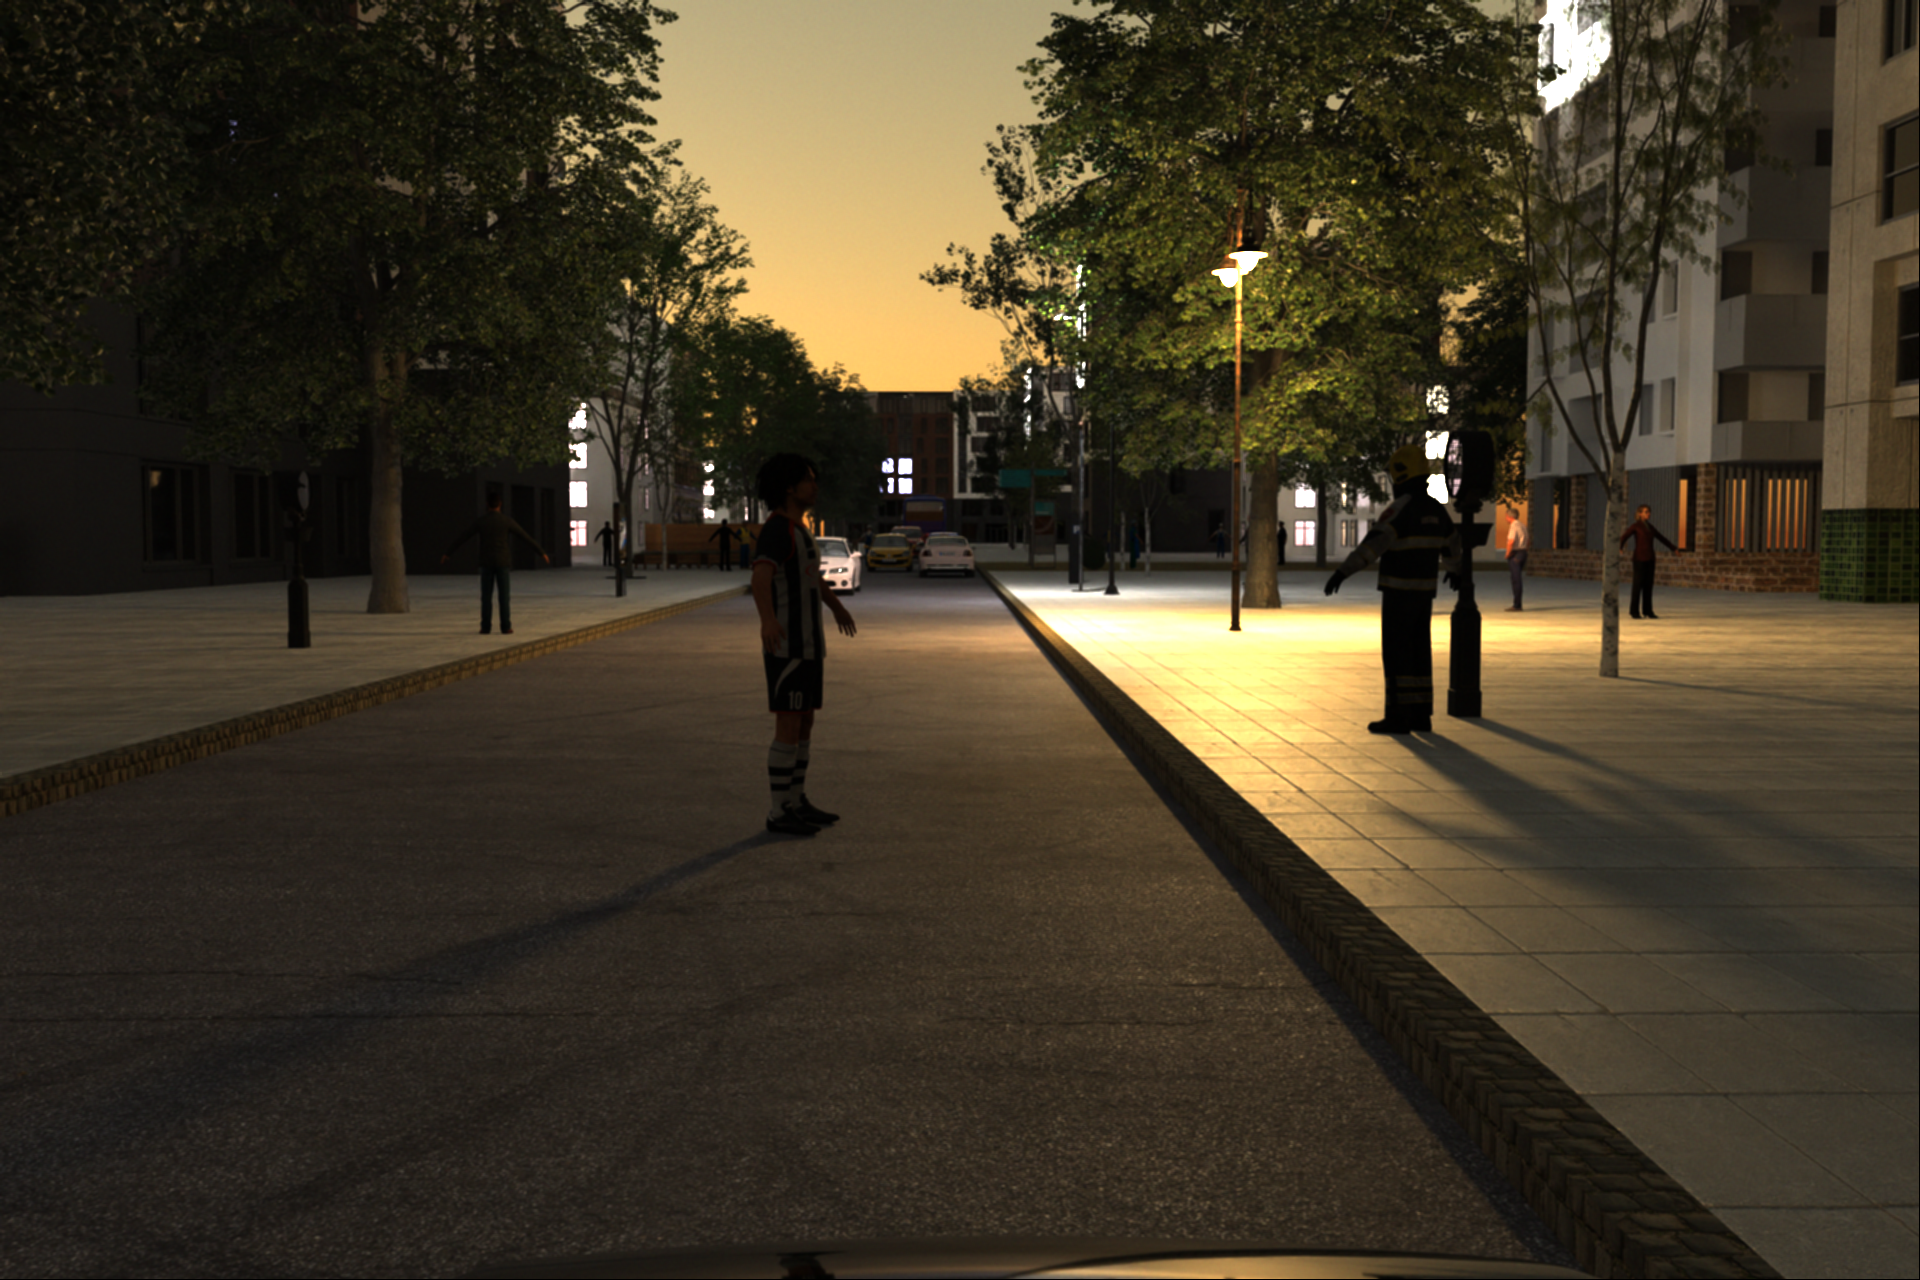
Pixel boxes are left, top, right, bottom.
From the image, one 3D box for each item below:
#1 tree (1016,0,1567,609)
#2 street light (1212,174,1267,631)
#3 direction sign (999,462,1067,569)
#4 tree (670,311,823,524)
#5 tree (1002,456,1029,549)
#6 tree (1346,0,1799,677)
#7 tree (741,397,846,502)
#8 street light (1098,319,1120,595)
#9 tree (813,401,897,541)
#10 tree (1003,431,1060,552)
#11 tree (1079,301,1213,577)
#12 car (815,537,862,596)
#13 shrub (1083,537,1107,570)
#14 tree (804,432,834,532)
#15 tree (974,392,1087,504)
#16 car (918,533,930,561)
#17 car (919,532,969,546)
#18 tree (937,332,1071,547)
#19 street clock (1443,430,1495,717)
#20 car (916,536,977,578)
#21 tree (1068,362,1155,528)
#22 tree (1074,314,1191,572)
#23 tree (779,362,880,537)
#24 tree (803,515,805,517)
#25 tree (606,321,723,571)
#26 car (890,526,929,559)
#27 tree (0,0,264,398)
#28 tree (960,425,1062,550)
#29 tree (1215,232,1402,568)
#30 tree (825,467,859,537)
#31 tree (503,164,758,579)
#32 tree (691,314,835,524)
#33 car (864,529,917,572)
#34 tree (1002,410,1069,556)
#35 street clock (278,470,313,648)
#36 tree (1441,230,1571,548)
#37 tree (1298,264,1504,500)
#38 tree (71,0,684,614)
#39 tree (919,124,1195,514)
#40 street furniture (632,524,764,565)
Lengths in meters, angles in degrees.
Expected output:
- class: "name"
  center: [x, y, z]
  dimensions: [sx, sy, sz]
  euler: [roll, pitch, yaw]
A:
- class: "tree"
  center: [5.197, -7.532, 29.799]
  dimensions: [9.857, 13.997, 8.962]
  euler: [0, 3, 0]
- class: "street light"
  center: [3.647, -3.056, 22.761]
  dimensions: [0.468, 5.910, 1.993]
  euler: [0, 4, 0]
- class: "direction sign"
  center: [2.710, -4.563, 63.371]
  dimensions: [2.525, 3.948, 1.411]
  euler: [0, 4, -2]
- class: "tree"
  center: [-9.909, -9.459, 80.407]
  dimensions: [9.928, 11.665, 9.643]
  euler: [0, 3, 0]
- class: "tree"
  center: [5.042, -12.426, 153.535]
  dimensions: [4.737, 8.622, 4.395]
  euler: [0, 3, 0]
- class: "tree"
  center: [5.864, -3.960, 15.108]
  dimensions: [4.360, 8.622, 3.978]
  euler: [0, 3, 0]
- class: "tree"
  center: [-10.609, -10.670, 108.866]
  dimensions: [7.601, 10.594, 8.767]
  euler: [1, 4, 14]
- class: "street light"
  center: [3.759, -3.915, 36.555]
  dimensions: [1.470, 5.913, 1.316]
  euler: [0, 4, 0]
- class: "tree"
  center: [-10.544, -15.475, 159.673]
  dimensions: [9.857, 13.997, 8.962]
  euler: [0, 3, 0]
- class: "tree"
  center: [4.846, -10.666, 124.752]
  dimensions: [4.737, 8.622, 4.395]
  euler: [0, 3, 0]
- class: "tree"
  center: [5.695, -6.216, 51.996]
  dimensions: [4.360, 8.622, 3.978]
  euler: [0, 3, 0]
- class: "car"
  center: [-3.391, -1.807, 41.900]
  dimensions: [2.083, 1.381, 4.827]
  euler: [0, 4, 0]
- class: "shrub"
  center: [4.783, -3.111, 61.982]
  dimensions: [1.383, 1.207, 1.383]
  euler: [0, 3, 0]
- class: "tree"
  center: [-9.989, -10.270, 118.279]
  dimensions: [4.360, 8.622, 3.978]
  euler: [0, 3, 0]
- class: "tree"
  center: [4.557, -11.015, 114.505]
  dimensions: [8.767, 10.594, 7.601]
  euler: [2, 4, 28]
- class: "car"
  center: [-1.396, -5.219, 94.367]
  dimensions: [2.155, 1.783, 4.494]
  euler: [0, 4, 0]
- class: "car"
  center: [-0.617, -3.463, 66.214]
  dimensions: [1.945, 1.707, 3.694]
  euler: [0, 4, -1]
- class: "tree"
  center: [4.158, -18.885, 164.664]
  dimensions: [12.611, 20.169, 13.585]
  euler: [0, 3, 0]
- class: "street clock"
  center: [3.557, -0.464, 12.157]
  dimensions: [0.358, 2.002, 0.471]
  euler: [0, 4, 0]
- class: "car"
  center: [-0.461, -2.823, 58.516]
  dimensions: [2.083, 1.381, 4.827]
  euler: [0, 4, -1]
- class: "tree"
  center: [6.290, -7.413, 71.571]
  dimensions: [4.360, 8.622, 3.978]
  euler: [0, 3, 0]
- class: "tree"
  center: [5.740, -6.626, 58.692]
  dimensions: [4.737, 8.622, 4.395]
  euler: [0, 3, 0]
- class: "tree"
  center: [-10.746, -13.581, 128.710]
  dimensions: [9.857, 13.997, 8.962]
  euler: [0, 3, 0]
- class: "tree"
  center: [-23.126, -18.462, 252.219]
  dimensions: [4.360, 8.622, 3.978]
  euler: [0, 3, 0]
- class: "tree"
  center: [-10.232, -6.688, 59.705]
  dimensions: [4.360, 8.622, 3.978]
  euler: [0, 3, 0]
- class: "car"
  center: [-2.695, -4.790, 86.990]
  dimensions: [2.281, 1.827, 5.304]
  euler: [0, 3, 0]
- class: "tree"
  center: [-9.445, -6.454, 12.186]
  dimensions: [9.857, 13.997, 8.962]
  euler: [0, 3, 0]
- class: "tree"
  center: [4.312, -12.670, 141.569]
  dimensions: [8.767, 10.594, 7.601]
  euler: [0, 4, -4]
- class: "tree"
  center: [13.457, -9.040, 65.929]
  dimensions: [7.486, 12.596, 7.792]
  euler: [0, 3, 0]
- class: "tree"
  center: [-10.698, -11.755, 142.555]
  dimensions: [4.360, 8.622, 3.978]
  euler: [0, 3, 0]
- class: "tree"
  center: [-9.604, -7.566, 49.466]
  dimensions: [9.928, 11.665, 9.643]
  euler: [0, 3, 0]
- class: "tree"
  center: [-10.238, -10.504, 89.874]
  dimensions: [7.486, 12.596, 7.792]
  euler: [0, 3, 0]
- class: "car"
  center: [-2.674, -3.454, 66.696]
  dimensions: [2.015, 1.641, 3.980]
  euler: [0, 4, -1]
- class: "tree"
  center: [4.593, -9.258, 101.726]
  dimensions: [4.737, 8.622, 4.395]
  euler: [0, 3, 0]
- class: "street clock"
  center: [-7.457, -0.912, 19.489]
  dimensions: [0.358, 2.002, 0.471]
  euler: [0, 3, 0]
- class: "tree"
  center: [22.985, -9.709, 65.399]
  dimensions: [9.857, 13.997, 8.962]
  euler: [0, 3, 0]
- class: "tree"
  center: [19.626, -10.227, 77.574]
  dimensions: [12.009, 13.543, 11.850]
  euler: [0, 3, 0]
- class: "tree"
  center: [-9.215, -7.413, 27.860]
  dimensions: [9.857, 13.997, 8.962]
  euler: [0, 3, 0]
- class: "tree"
  center: [4.033, -13.836, 82.106]
  dimensions: [12.611, 20.169, 13.585]
  euler: [0, 3, 0]
- class: "street furniture"
  center: [-10.336, -4.132, 74.411]
  dimensions: [11.010, 1.723, 9.812]
  euler: [2, 4, 35]
